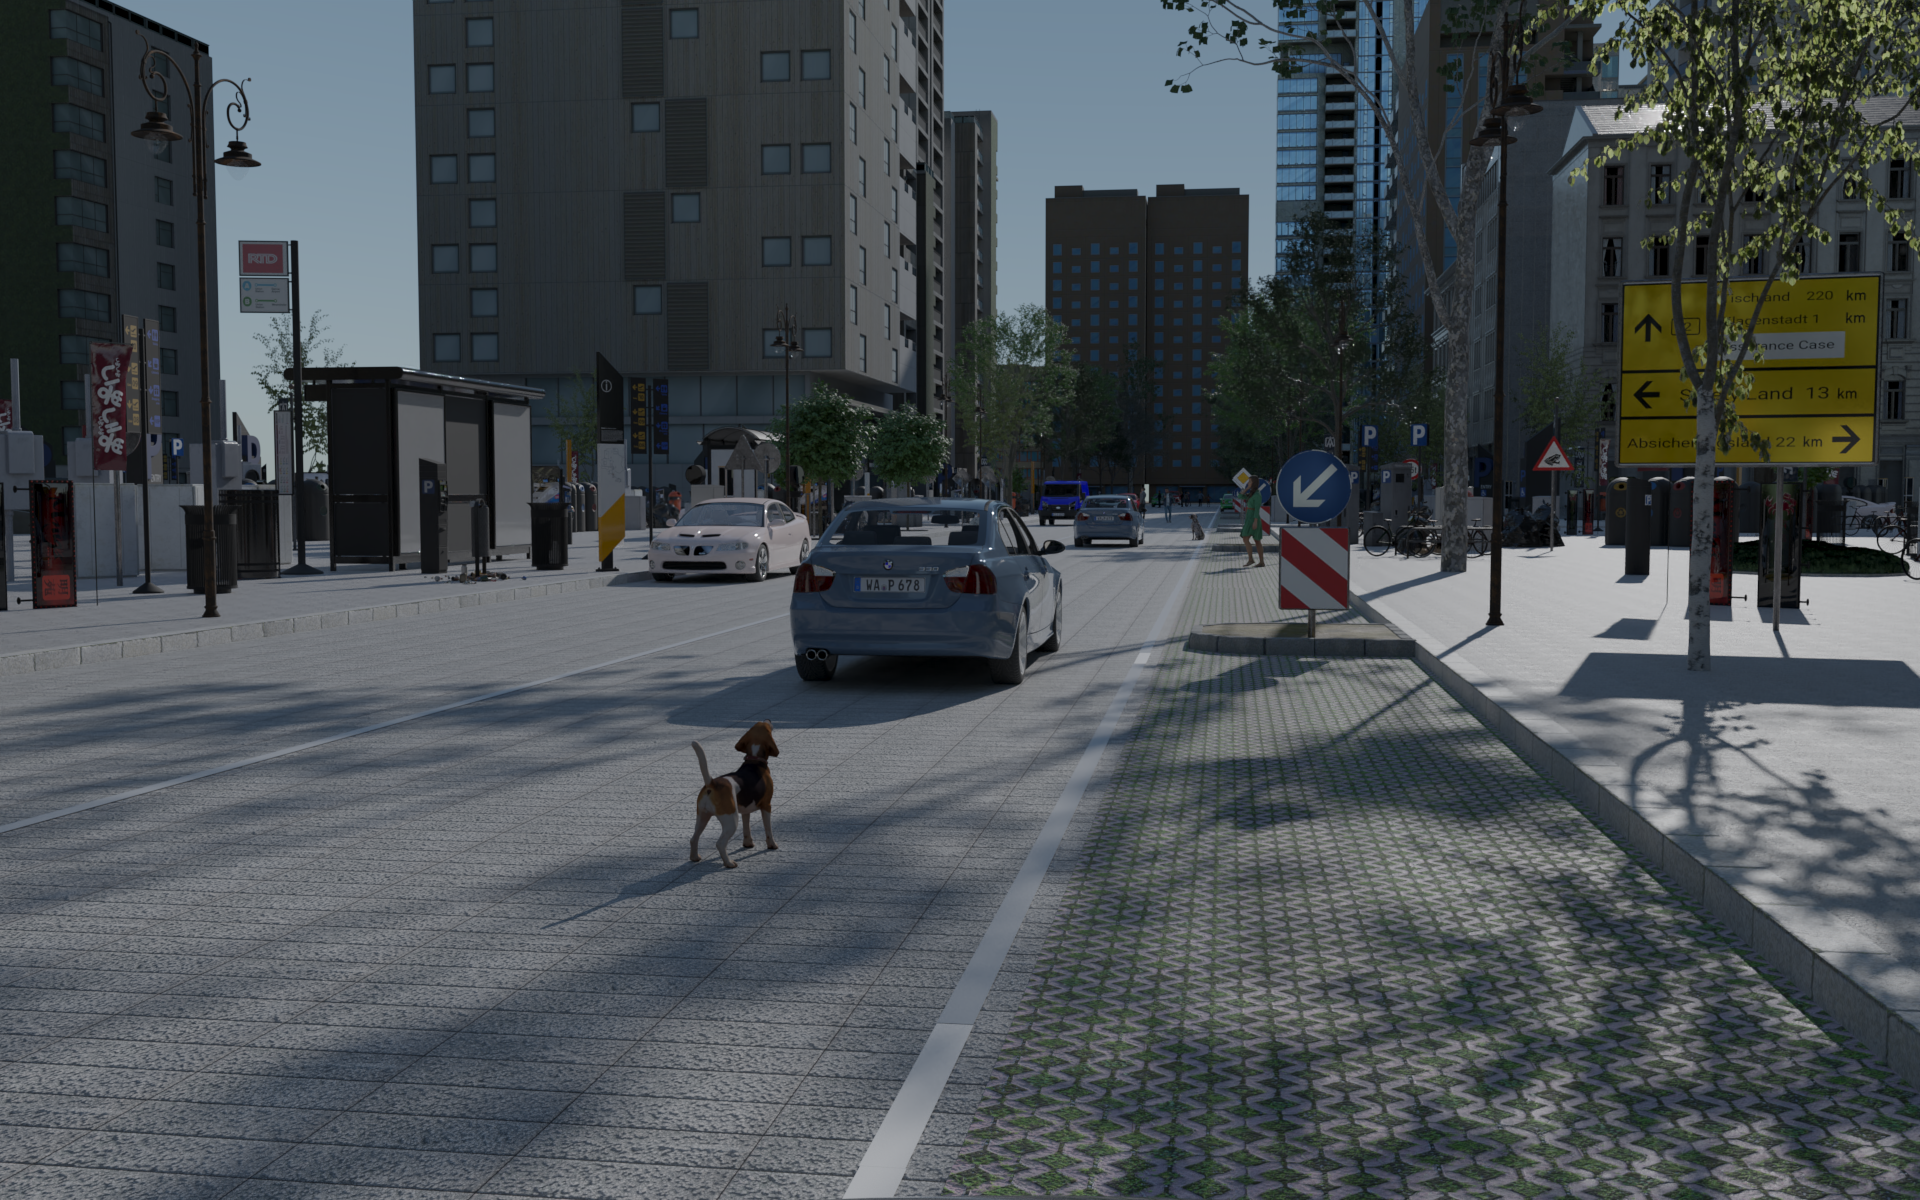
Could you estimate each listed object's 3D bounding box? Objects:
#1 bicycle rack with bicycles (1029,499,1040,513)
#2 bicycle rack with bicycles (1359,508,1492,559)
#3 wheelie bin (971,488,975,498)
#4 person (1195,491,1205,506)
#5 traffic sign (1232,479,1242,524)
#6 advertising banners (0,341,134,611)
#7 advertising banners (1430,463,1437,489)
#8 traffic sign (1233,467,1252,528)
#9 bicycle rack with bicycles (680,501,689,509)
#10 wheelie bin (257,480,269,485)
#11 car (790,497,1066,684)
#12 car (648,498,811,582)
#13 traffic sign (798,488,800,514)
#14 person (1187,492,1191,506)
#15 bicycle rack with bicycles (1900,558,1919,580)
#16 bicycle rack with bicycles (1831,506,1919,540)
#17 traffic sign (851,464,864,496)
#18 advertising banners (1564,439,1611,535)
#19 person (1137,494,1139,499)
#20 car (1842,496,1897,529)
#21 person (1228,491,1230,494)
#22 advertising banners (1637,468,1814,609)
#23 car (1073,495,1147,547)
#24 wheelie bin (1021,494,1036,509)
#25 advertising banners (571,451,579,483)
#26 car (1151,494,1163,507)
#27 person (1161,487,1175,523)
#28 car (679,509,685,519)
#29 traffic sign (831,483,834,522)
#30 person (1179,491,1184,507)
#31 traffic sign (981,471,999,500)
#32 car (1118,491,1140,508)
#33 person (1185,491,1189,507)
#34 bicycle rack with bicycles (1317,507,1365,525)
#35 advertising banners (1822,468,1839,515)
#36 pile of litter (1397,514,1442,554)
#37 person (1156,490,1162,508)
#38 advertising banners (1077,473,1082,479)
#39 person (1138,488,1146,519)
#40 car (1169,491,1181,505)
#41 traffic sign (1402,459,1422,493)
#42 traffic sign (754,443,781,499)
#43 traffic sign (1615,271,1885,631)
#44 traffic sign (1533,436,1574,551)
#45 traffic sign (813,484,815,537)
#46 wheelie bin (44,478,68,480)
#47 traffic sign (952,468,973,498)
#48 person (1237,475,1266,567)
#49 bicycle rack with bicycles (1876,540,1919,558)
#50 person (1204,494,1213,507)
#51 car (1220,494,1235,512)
[{"bbox_3d":[6.901,-7.655,138.538,2.925,0.926,2.852,3,4,38],"label":"bicycle rack with bicycles"},{"bbox_3d":[9.699,-1.334,35.201,2.925,0.926,2.852,0,4,8],"label":"bicycle rack with bicycles"},{"bbox_3d":[0.331,-5.088,91.096,0.980,1.594,0.693,-3,4,-38],"label":"wheelie bin"},{"bbox_3d":[27.698,-11.702,199.805,1.348,1.826,0.705,3,5,41],"label":"person"},{"bbox_3d":[11.919,-4.266,73.388,0.795,2.450,0.064,1,4,9],"label":"traffic sign"},{"bbox_3d":[-10.214,-1.420,19.400,0.090,3.025,2.074,2,4,35],"label":"advertising banners"},{"bbox_3d":[27.039,-6.151,96.762,0.090,3.025,2.074,-2,4,-32],"label":"advertising banners"},{"bbox_3d":[10.706,-3.783,65.495,0.795,2.450,0.064,1,4,9],"label":"traffic sign"},{"bbox_3d":[-13.159,-4.567,88.045,2.852,0.926,2.925,3,4,39],"label":"bicycle rack with bicycles"},{"bbox_3d":[-15.538,-1.877,38.596,0.693,1.594,0.980,-3,4,-36],"label":"wheelie bin"},{"bbox_3d":[-0.173,-0.149,14.436,2.014,1.417,4.499,1,4,9],"label":"car"},{"bbox_3d":[-3.883,-1.071,29.867,2.083,1.381,4.827,1,4,9],"label":"car"},{"bbox_3d":[-4.826,-3.169,51.916,0.768,2.556,0.104,1,4,10],"label":"traffic sign"},{"bbox_3d":[26.721,-11.804,202.418,0.530,1.710,0.541,-1,4,-14],"label":"person"},{"bbox_3d":[15.470,-0.698,24.793,2.852,0.926,2.925,-1,4,-9],"label":"bicycle rack with bicycles"},{"bbox_3d":[28.152,-2.405,52.709,2.925,0.926,2.852,-1,4,-16],"label":"bicycle rack with bicycles"},{"bbox_3d":[-4.133,-4.119,67.444,0.768,2.556,0.104,1,4,14],"label":"traffic sign"},{"bbox_3d":[19.759,-3.565,54.479,2.074,3.025,0.090,-2,4,-31],"label":"advertising banners"},{"bbox_3d":[15.614,-8.573,151.920,0.557,1.426,1.065,-1,4,-9],"label":"person"},{"bbox_3d":[33.399,-3.326,66.746,4.827,1.381,2.083,1,4,10],"label":"car"},{"bbox_3d":[30.674,-11.560,197.520,1.348,1.823,0.705,2,4,28],"label":"person"},{"bbox_3d":[8.685,-1.450,19.903,2.074,3.025,0.090,3,5,43],"label":"advertising banners"},{"bbox_3d":[4.162,-2.208,48.106,2.014,1.417,4.499,1,4,9],"label":"car"},{"bbox_3d":[5.134,-7.620,132.494,0.980,1.594,0.693,-1,4,-17],"label":"wheelie bin"},{"bbox_3d":[-14.888,-4.484,69.504,2.074,3.025,0.090,2,4,27],"label":"advertising banners"},{"bbox_3d":[21.887,-11.030,189.138,1.959,1.807,4.718,1,4,10],"label":"car"},{"bbox_3d":[10.330,-4.729,86.173,0.623,1.781,0.721,-1,4,-14],"label":"person"},{"bbox_3d":[-9.763,-3.724,73.243,4.827,1.381,2.083,1,4,10],"label":"car"},{"bbox_3d":[-3.864,-3.201,52.436,0.768,2.556,0.104,1,4,12],"label":"traffic sign"},{"bbox_3d":[24.344,-11.077,190.437,0.721,1.723,1.217,-1,4,-17],"label":"person"},{"bbox_3d":[1.302,-4.366,75.033,0.795,2.450,0.064,1,4,9],"label":"traffic sign"},{"bbox_3d":[11.592,-6.817,120.498,2.155,1.783,4.494,0,4,8],"label":"car"},{"bbox_3d":[25.565,-11.379,195.269,0.721,1.735,1.217,2,4,27],"label":"person"},{"bbox_3d":[11.299,-2.176,48.955,2.925,0.926,2.852,0,4,-5],"label":"bicycle rack with bicycles"},{"bbox_3d":[23.457,-3.180,48.185,2.074,3.025,0.090,1,4,12],"label":"advertising banners"},{"bbox_3d":[10.195,-1.451,37.688,1.719,0.858,1.176,-2,4,-30],"label":"pile of litter"},{"bbox_3d":[20.701,-10.487,179.992,0.705,1.821,1.348,-1,4,-16],"label":"person"},{"bbox_3d":[9.403,-9.095,144.893,0.090,3.025,2.074,-3,5,-43],"label":"advertising banners"},{"bbox_3d":[10.401,-5.522,98.969,0.473,1.802,0.592,3,5,42],"label":"person"},{"bbox_3d":[27.357,-13.044,221.941,2.281,1.827,5.304,1,4,11],"label":"car"},{"bbox_3d":[16.246,-3.815,62.476,0.768,2.556,0.104,1,4,17],"label":"traffic sign"},{"bbox_3d":[-4.821,-2.627,43.055,0.768,2.556,0.104,1,4,18],"label":"traffic sign"},{"bbox_3d":[7.358,-1.369,16.261,2.265,3.308,0.079,1,4,18],"label":"traffic sign"},{"bbox_3d":[13.293,-2.375,38.841,0.884,2.594,0.081,1,4,14],"label":"traffic sign"},{"bbox_3d":[-4.339,-3.147,51.462,0.884,2.594,0.081,1,4,16],"label":"traffic sign"},{"bbox_3d":[-17.643,-1.582,33.767,0.980,1.594,0.693,-2,4,-25],"label":"wheelie bin"},{"bbox_3d":[0.089,-3.884,67.141,0.795,2.450,0.064,1,4,9],"label":"traffic sign"},{"bbox_3d":[5.725,-1.526,33.692,0.529,1.795,0.600,-1,4,-15],"label":"person"},{"bbox_3d":[21.292,-1.413,36.479,2.852,0.926,2.925,-3,5,-41],"label":"bicycle rack with bicycles"},{"bbox_3d":[27.757,-11.111,193.429,1.065,1.426,0.557,0,4,-4],"label":"person"},{"bbox_3d":[21.477,-7.824,136.716,1.959,1.807,4.718,1,4,9],"label":"car"}]
